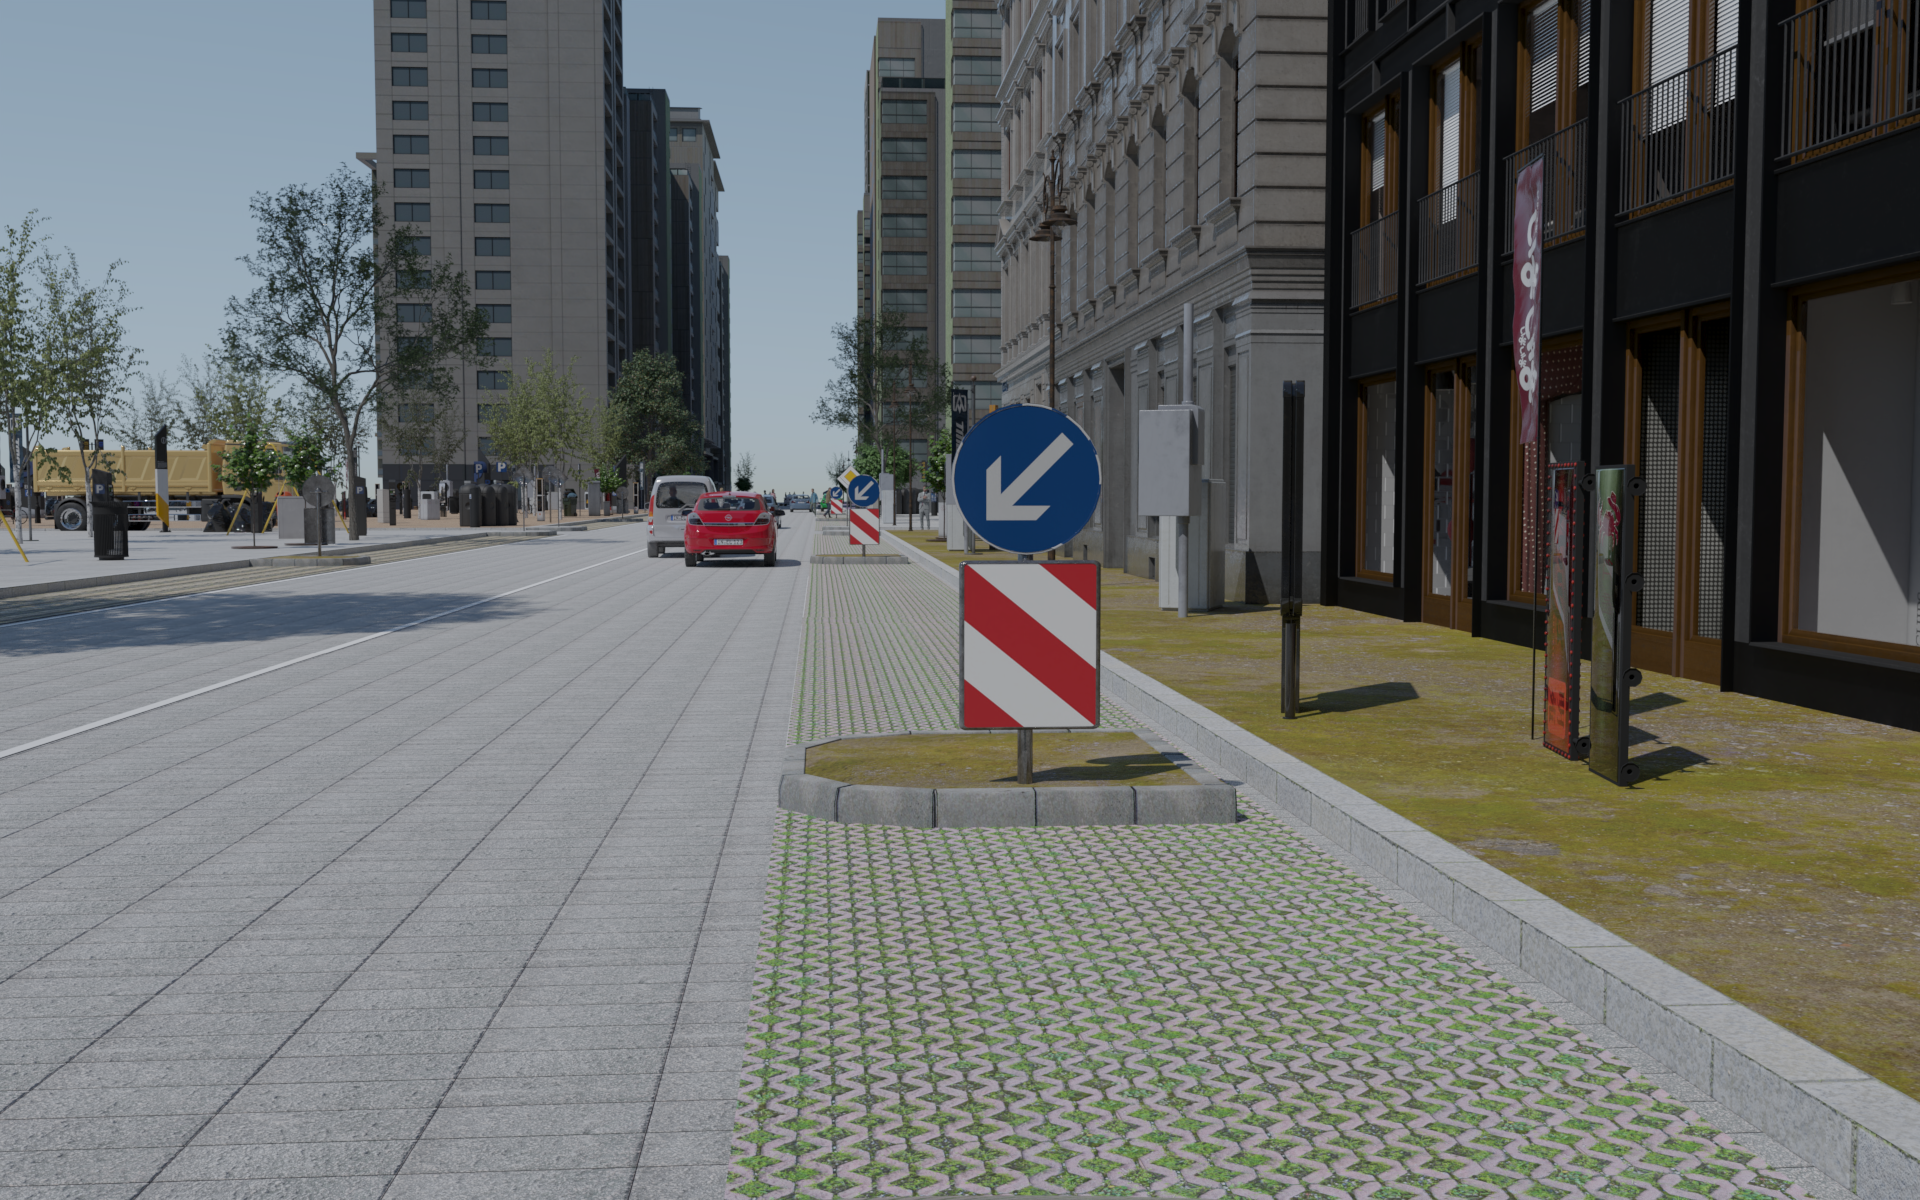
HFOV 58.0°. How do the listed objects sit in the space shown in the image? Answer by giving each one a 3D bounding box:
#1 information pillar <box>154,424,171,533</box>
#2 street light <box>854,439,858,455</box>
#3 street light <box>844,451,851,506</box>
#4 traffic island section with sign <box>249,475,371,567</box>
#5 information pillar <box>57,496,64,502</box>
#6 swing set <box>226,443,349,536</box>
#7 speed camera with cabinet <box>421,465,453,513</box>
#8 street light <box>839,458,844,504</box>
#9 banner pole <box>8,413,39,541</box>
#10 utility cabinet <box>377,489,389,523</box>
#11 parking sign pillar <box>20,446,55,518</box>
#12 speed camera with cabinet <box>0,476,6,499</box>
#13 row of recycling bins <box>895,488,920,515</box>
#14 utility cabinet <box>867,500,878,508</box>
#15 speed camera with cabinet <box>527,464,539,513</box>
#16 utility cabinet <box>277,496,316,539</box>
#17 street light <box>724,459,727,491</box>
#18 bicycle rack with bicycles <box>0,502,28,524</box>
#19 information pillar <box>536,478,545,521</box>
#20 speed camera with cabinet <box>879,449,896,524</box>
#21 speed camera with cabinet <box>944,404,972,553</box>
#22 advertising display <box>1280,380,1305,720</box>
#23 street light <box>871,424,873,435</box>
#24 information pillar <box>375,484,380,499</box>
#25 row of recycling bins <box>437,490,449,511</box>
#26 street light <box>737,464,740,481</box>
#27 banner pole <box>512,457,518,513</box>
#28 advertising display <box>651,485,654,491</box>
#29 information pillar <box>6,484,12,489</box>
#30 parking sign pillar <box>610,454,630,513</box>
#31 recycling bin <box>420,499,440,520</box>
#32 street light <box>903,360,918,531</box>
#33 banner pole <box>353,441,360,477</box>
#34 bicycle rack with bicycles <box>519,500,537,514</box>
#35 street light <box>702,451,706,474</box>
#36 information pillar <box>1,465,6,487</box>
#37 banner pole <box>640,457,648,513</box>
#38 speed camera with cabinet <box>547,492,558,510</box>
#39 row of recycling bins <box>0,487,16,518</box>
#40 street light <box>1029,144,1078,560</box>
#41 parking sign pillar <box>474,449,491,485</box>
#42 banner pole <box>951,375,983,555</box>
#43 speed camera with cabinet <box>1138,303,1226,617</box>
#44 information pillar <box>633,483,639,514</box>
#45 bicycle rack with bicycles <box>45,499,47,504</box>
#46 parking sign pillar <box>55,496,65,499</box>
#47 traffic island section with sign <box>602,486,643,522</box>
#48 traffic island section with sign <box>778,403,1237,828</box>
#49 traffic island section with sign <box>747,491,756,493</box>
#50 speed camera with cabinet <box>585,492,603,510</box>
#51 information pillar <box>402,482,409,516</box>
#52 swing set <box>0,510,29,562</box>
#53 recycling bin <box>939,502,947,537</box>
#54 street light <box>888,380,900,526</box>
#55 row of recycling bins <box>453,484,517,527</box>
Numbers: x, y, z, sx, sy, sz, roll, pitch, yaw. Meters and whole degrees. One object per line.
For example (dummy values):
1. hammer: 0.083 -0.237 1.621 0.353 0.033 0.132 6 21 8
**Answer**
1. information pillar: -26.579 -4.057 57.688 0.183 3.616 0.504 1 4 18
2. street light: -8.872 -10.715 147.985 0.468 5.910 1.993 0 4 -5
3. street light: -11.787 -12.895 183.613 0.468 5.910 1.993 0 4 -5
4. traffic island section with sign: -13.048 -1.612 34.978 1.989 1.847 2.006 0 4 -5
5. information pillar: -55.099 -6.214 106.082 0.304 2.012 0.304 -1 4 -13
6. swing set: -21.311 -3.500 54.840 2.862 2.851 3.119 0 4 -1
7. speed camera with cabinet: -34.981 -7.425 115.739 2.038 3.252 0.660 0 4 6
8. street light: -15.602 -15.798 231.089 0.468 5.910 1.993 0 4 -5
9. banner pole: -25.578 -3.498 47.205 0.863 3.779 0.401 1 4 15
10. utility cabinet: -25.424 -4.143 76.413 0.318 1.500 1.173 -2 4 -30
11. parking sign pillar: -49.172 -6.305 91.560 1.447 3.967 1.447 0 4 1
12. speed camera with cabinet: -45.292 -5.298 80.962 0.660 3.252 2.038 -1 4 -9
13. row of recycling bins: -3.482 -6.290 109.960 1.069 1.692 3.534 2 4 24
14. utility cabinet: -4.533 -4.995 90.345 0.318 1.500 1.173 -1 4 -17
15. speed camera with cabinet: -28.162 -7.343 114.388 0.660 3.252 2.038 0 4 -7
16. utility cabinet: -19.069 -2.364 49.818 1.020 1.237 0.306 -2 4 -25
17. street light: -30.781 -15.573 227.406 0.468 5.910 1.993 0 4 -5
18. bicycle rack with bicycles: -41.259 -3.634 72.794 2.925 0.926 2.852 1 4 9
19. information pillar: -19.774 -4.721 81.680 0.304 2.012 0.304 0 4 5
20. speed camera with cabinet: -3.158 -4.998 76.056 0.660 3.252 2.038 0 4 -6
21. speed camera with cabinet: -0.015 -2.711 38.668 0.660 3.252 2.038 0 4 2
22. advertising display: 1.963 -0.308 10.244 0.123 1.923 0.974 1 4 11
23. street light: -5.418 -8.192 106.729 0.468 5.910 1.993 0 4 -5
24. information pillar: -40.831 -7.153 121.436 0.304 2.012 0.304 -1 4 -11
25. row of recycling bins: -40.106 -7.894 136.186 1.069 1.692 3.534 0 4 6
26. street light: -33.603 -17.753 263.042 0.468 5.910 1.993 0 4 -5
27. banner pole: -29.624 -7.666 115.349 0.401 3.779 0.863 1 4 16
28. advertising display: -22.506 -7.521 128.186 0.123 1.923 0.974 2 4 29
29. information pillar: -68.643 -7.375 125.077 0.304 2.012 0.304 0 4 -6
30. parking sign pillar: -23.047 -7.868 117.108 1.447 3.967 1.447 1 4 20
31. recycling bin: -26.268 -4.485 85.878 0.722 1.027 0.722 -3 5 -43
32. street light: -1.708 -5.318 59.741 0.468 5.910 1.993 0 4 -5
33. banner pole: -28.493 -5.619 81.880 0.401 3.779 0.863 0 4 4
34. bicycle rack with bicycles: -27.582 -5.855 109.113 2.852 0.926 2.925 -2 4 -24
35. street light: -27.083 -12.844 182.793 0.468 5.910 1.993 0 4 -5
36. information pillar: -72.860 -8.590 131.807 0.504 3.616 0.183 1 4 16
37. banner pole: -21.598 -7.827 117.994 0.401 3.779 0.863 -3 5 -40
38. speed camera with cabinet: -33.198 -8.841 138.881 2.038 3.252 0.660 -2 4 -30
39. row of recycling bins: -52.315 -5.391 95.256 1.069 1.692 3.534 1 4 13
40. street light: 1.244 -3.095 23.398 0.468 5.910 1.993 0 4 -5
41. parking sign pillar: -28.300 -6.983 102.641 1.447 3.967 1.447 -3 5 -42
42. banner pole: 0.114 -2.842 36.481 0.863 3.779 0.401 -3 5 -41
43. speed camera with cabinet: 2.424 -1.496 18.794 0.660 3.252 2.038 1 4 19
44. information pillar: -20.910 -6.562 111.772 0.304 2.012 0.304 0 4 -7
45. bicycle rack with bicycles: -62.885 -6.472 119.192 2.852 0.926 2.925 -3 4 -39
46. parking sign pillar: -65.379 -8.358 125.132 1.447 3.967 1.447 1 4 10
47. traffic island section with sign: -17.505 -4.973 89.944 1.989 1.847 2.006 0 4 -5
48. traffic island section with sign: 0.129 0.017 8.343 1.989 1.847 2.006 0 4 -5
49. traffic island section with sign: -32.696 -16.386 276.535 1.989 1.847 2.006 0 4 -5
50. speed camera with cabinet: -29.915 -8.992 141.354 0.660 3.252 2.038 -3 5 -40
51. information pillar: -32.957 -6.029 103.061 0.304 2.012 0.304 -3 5 -42
52. swing set: -18.492 -2.022 30.688 2.862 2.851 3.119 -1 4 -16
53. recycling bin: -0.185 -2.426 52.215 0.722 1.027 0.722 2 4 24
54. street light: -2.668 -5.969 70.380 0.468 5.910 1.993 0 4 -5
55. row of recycling bins: -18.851 -3.812 69.445 1.069 1.692 3.534 1 4 16
